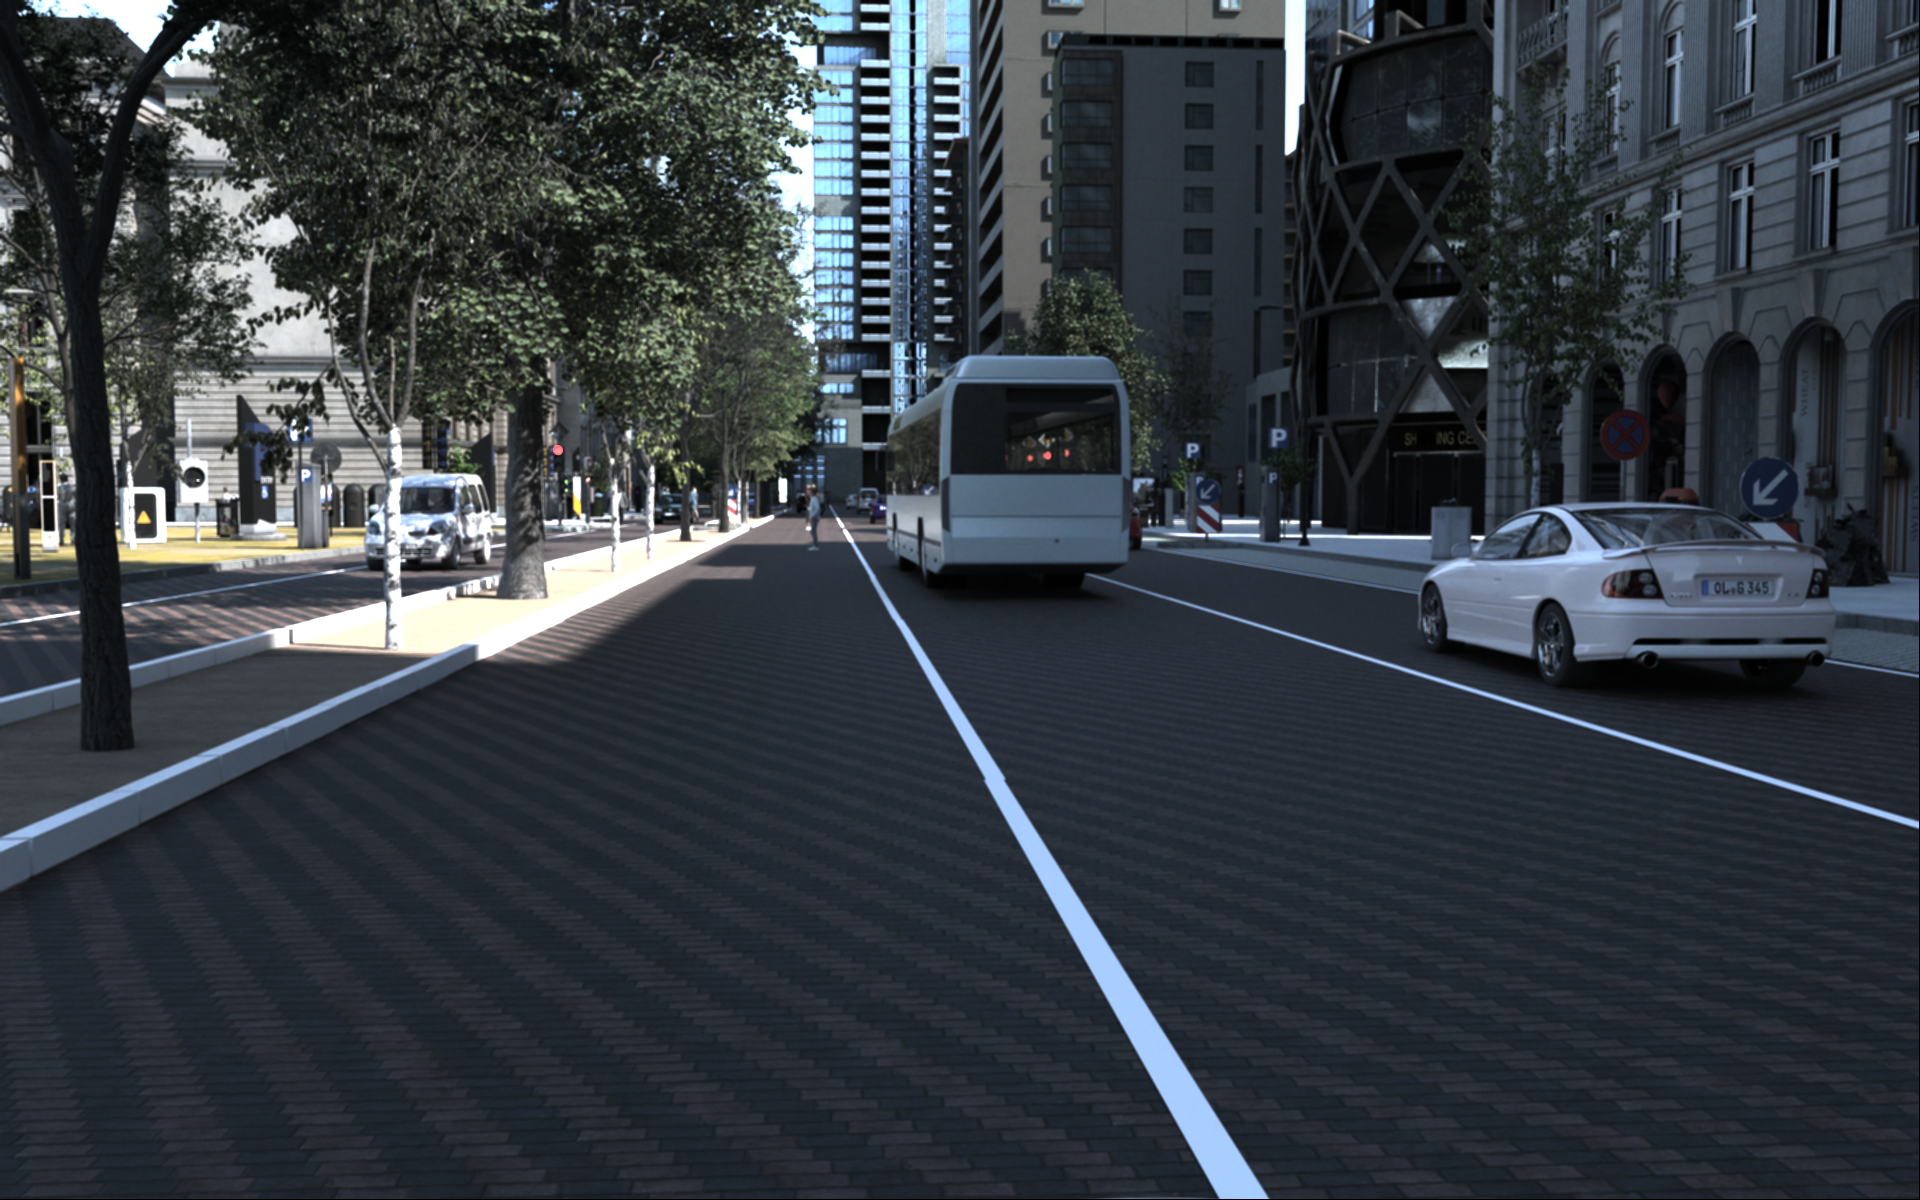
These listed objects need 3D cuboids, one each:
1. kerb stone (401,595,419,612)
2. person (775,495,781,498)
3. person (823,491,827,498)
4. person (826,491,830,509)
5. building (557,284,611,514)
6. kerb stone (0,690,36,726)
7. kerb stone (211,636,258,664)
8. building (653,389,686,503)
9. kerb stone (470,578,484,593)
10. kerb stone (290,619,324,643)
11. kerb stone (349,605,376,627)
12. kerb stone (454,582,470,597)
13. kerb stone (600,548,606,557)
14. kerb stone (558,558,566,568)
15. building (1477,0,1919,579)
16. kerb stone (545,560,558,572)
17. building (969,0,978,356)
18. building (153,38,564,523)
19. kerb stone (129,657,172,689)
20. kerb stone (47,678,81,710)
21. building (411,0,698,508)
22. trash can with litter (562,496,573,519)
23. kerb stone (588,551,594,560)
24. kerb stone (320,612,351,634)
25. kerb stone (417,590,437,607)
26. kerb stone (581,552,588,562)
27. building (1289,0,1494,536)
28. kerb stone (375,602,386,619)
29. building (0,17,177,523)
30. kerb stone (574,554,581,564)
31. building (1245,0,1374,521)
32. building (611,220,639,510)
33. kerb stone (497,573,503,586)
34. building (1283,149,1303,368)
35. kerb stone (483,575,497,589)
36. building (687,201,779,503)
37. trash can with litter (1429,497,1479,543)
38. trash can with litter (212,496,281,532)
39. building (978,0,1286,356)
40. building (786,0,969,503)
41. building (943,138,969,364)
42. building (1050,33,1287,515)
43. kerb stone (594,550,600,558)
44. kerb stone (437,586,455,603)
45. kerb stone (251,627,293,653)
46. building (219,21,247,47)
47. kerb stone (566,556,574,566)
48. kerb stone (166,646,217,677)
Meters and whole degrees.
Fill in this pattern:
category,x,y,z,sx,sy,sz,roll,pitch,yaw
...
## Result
category,x,y,z,sx,sy,sz,roll,pitch,yaw
kerb stone,-6.788,0.070,21.072,0.120,0.150,1.000,0,4,-5
person,-23.283,-12.954,221.018,1.217,1.743,0.721,3,4,38
person,-14.389,-10.577,182.225,0.721,1.735,1.217,3,5,44
person,-12.857,-9.838,170.066,0.721,1.743,1.217,0,4,-5
building,-30.525,-16.222,119.983,10.420,20.320,16.860,0,4,-5
kerb stone,-5.974,0.694,10.853,0.120,0.150,1.000,0,4,-5
kerb stone,-6.300,0.444,14.932,0.120,0.150,1.000,0,4,-5
building,-37.240,-25.399,186.981,14.160,30.474,14.107,0,4,-5
kerb stone,-7.109,-0.181,25.158,0.120,0.150,1.000,0,4,-5
kerb stone,-6.464,0.324,16.970,0.120,0.150,1.000,0,4,-5
kerb stone,-6.624,0.195,19.009,0.120,0.150,1.000,0,4,-5
kerb stone,-7.031,-0.118,24.140,0.120,0.150,1.000,0,4,-5
kerb stone,-8.245,-1.055,39.452,0.120,0.150,1.000,0,4,-5
kerb stone,-7.760,-0.681,33.336,0.120,0.150,1.000,0,4,-5
building,19.789,-11.594,31.364,13.314,21.916,24.055,0,4,-5
kerb stone,-7.676,-0.619,32.312,0.120,0.150,1.000,0,4,-5
building,11.424,-39.128,181.733,21.231,58.520,28.212,0,4,-5
building,-29.647,-16.820,94.096,14.460,24.649,34.723,0,4,-5
kerb stone,-6.139,0.569,12.890,0.120,0.150,1.000,0,4,-5
kerb stone,-6.053,0.631,11.872,0.120,0.150,1.000,0,4,-5
building,-48.404,-54.804,208.717,31.000,86.520,22.319,0,4,-5
trash can with litter,-20.373,-4.792,89.743,0.624,1.170,1.055,-1,4,-19
kerb stone,-8.079,-0.931,37.415,0.120,0.150,1.000,0,4,-5
kerb stone,-6.547,0.257,17.990,0.120,0.150,1.000,0,4,-5
kerb stone,-6.875,0.006,22.098,0.120,0.150,1.000,0,4,-5
kerb stone,-7.998,-0.869,36.397,0.120,0.150,1.000,0,4,-5
building,19.788,-11.686,58.513,16.820,18.784,16.811,0,4,-5
kerb stone,-6.711,0.133,20.027,0.120,0.150,1.000,0,4,-5
building,-46.475,-15.421,81.004,19.941,23.489,11.050,0,4,-5
kerb stone,-7.918,-0.800,35.378,0.120,0.150,1.000,0,4,-5
building,31.681,-47.606,91.023,31.000,86.520,22.319,0,4,-5
building,-33.159,-21.561,138.432,13.634,28.700,20.117,0,4,-5
kerb stone,-7.274,-0.305,27.205,0.120,0.150,1.000,0,4,-5
building,48.280,-34.436,217.654,28.867,44.769,22.147,0,4,-5
kerb stone,-7.195,-0.242,26.186,0.120,0.150,1.000,0,4,-5
building,-32.472,-34.171,242.297,14.086,41.232,14.154,0,4,-5
trash can with litter,13.384,-2.133,45.927,2.233,1.210,1.678,0,4,-2
trash can with litter,-24.225,-2.926,58.891,2.233,1.210,1.678,-2,4,-29
building,12.993,-31.490,138.565,21.300,48.544,21.600,0,4,-5
building,-9.267,-57.183,247.612,31.000,86.520,22.319,0,4,-5
building,9.401,-34.033,211.064,22.147,44.769,28.867,0,4,-5
building,12.684,-20.887,113.206,14.160,30.474,14.107,0,4,-5
kerb stone,-8.168,-0.993,38.433,0.120,0.150,1.000,0,4,-5
kerb stone,-6.946,-0.055,23.117,0.120,0.150,1.000,0,4,-5
kerb stone,-6.387,0.382,15.951,0.120,0.150,1.000,0,4,-5
building,-74.135,-47.032,207.232,20.611,71.187,20.563,0,4,-5
kerb stone,-7.843,-0.742,34.356,0.120,0.150,1.000,0,4,-5
kerb stone,-6.223,0.507,13.912,0.120,0.150,1.000,0,4,-5
